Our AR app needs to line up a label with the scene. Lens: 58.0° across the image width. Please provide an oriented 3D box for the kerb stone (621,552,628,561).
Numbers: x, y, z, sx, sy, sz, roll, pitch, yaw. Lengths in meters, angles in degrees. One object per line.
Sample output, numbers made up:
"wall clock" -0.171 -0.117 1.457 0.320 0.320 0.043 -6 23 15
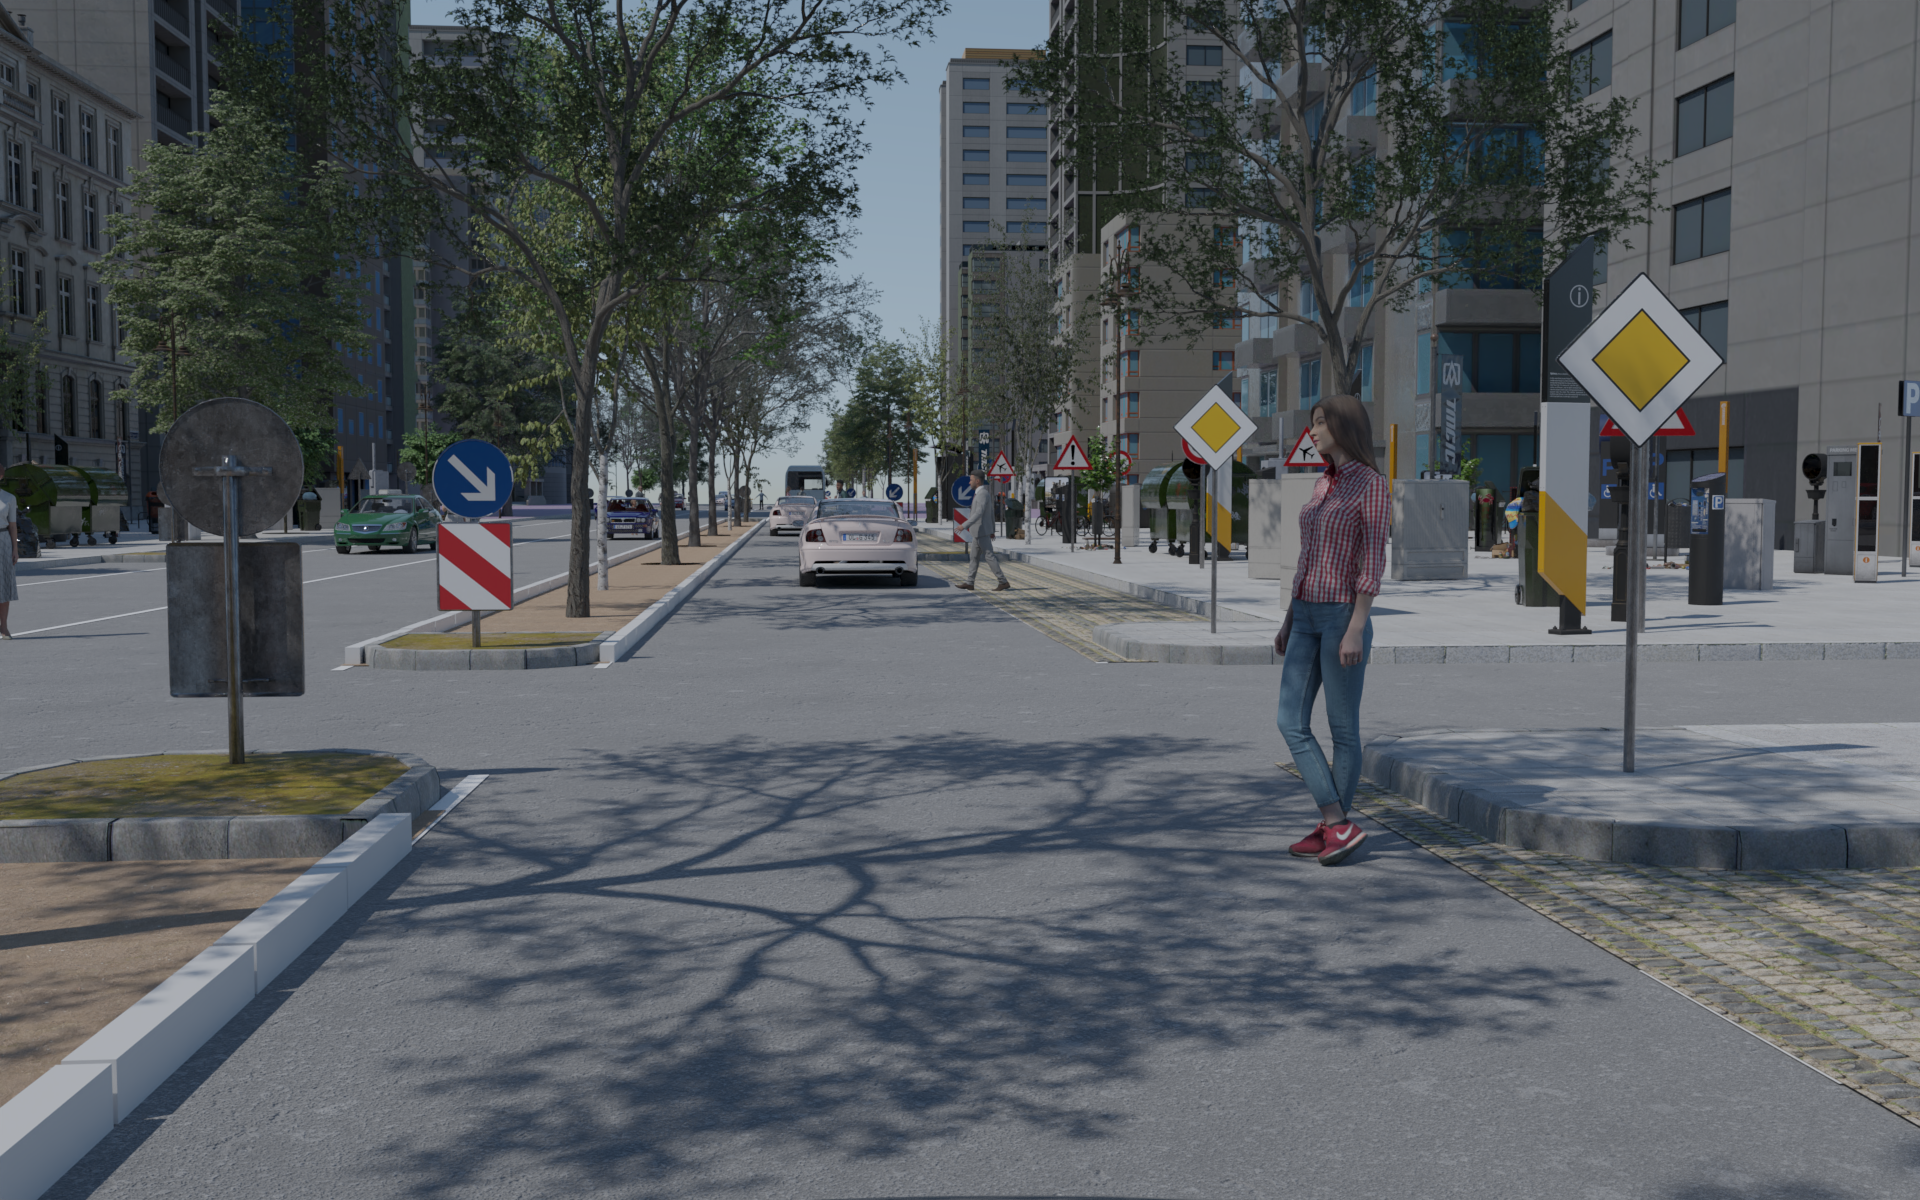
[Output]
"kerb stone" -7.158 -0.869 36.435 0.120 0.150 1.000 0 4 -5

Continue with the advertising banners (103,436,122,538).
"advertising banners" -25.091 -3.372 51.328 0.090 3.025 2.074 -1 4 -10

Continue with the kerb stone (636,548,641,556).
"kerb stone" -7.450 -1.058 39.495 0.120 0.150 1.000 0 4 -5

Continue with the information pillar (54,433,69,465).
"information pillar" -34.498 -4.599 66.547 0.504 3.616 0.183 -1 4 -18

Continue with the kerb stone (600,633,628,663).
"kerb stone" -3.044 0.428 15.202 0.120 0.150 1.000 0 4 -5

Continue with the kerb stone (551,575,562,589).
"kerb stone" -6.195 -0.247 26.237 0.120 0.150 1.000 0 4 -5

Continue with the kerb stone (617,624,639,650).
"kerb stone" -3.139 0.365 16.228 0.120 0.150 1.000 0 4 -5

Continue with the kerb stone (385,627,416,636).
"kerb stone" -5.221 0.384 16.002 0.120 0.150 1.000 0 4 -5

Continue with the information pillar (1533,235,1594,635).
"information pillar" 5.508 -1.491 15.726 0.504 3.616 0.183 -1 4 -18

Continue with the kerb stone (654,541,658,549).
"kerb stone" -7.933 -1.368 44.605 0.120 0.150 1.000 0 4 -5

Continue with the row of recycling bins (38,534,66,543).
"row of recycling bins" -24.718 -2.324 45.107 1.069 1.692 3.534 1 4 14

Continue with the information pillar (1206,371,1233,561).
"information pillar" 4.962 -2.550 33.042 0.504 3.616 0.183 -1 4 -12

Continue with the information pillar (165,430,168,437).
"information pillar" -24.469 -3.801 53.498 0.183 3.616 0.504 -2 4 -28

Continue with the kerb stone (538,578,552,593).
"kerb stone" -6.105 -0.185 25.219 0.120 0.150 1.000 0 4 -5

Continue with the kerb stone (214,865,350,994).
"kerb stone" -2.119 1.024 5.449 0.120 0.150 1.000 0 4 -5

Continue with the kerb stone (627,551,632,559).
"kerb stone" -7.259 -0.933 37.452 0.120 0.150 1.000 0 4 -5

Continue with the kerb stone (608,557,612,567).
"kerb stone" -6.871 -0.684 33.382 0.120 0.150 1.000 0 4 -5

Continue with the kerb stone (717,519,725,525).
"kerb stone" -11.793 -3.865 85.393 0.120 0.150 1.000 0 4 -5

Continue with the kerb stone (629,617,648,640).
"kerb stone" -3.234 0.304 17.249 0.120 0.150 1.000 0 4 -5

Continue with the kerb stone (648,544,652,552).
"kerb stone" -7.732 -1.242 42.564 0.120 0.150 1.000 0 4 -5

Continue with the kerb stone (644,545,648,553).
"kerb stone" -7.645 -1.178 41.533 0.120 0.150 1.000 0 4 -5

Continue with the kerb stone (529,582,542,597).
"kerb stone" -6.007 -0.120 24.191 0.120 0.150 1.000 0 4 -5

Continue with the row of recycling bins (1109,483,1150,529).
"row of recycling bins" 7.077 -3.562 65.346 3.534 1.692 1.069 -2 4 -34

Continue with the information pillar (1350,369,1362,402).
"information pillar" 7.350 -2.513 32.435 0.183 3.616 0.504 3 5 44

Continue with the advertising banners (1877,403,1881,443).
"advertising banners" 17.311 -2.238 32.783 0.090 3.025 2.074 2 4 32

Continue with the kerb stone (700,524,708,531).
"kerb stone" -10.345 -2.930 70.104 0.120 0.150 1.000 0 4 -5

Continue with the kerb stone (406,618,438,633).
"kerb stone" -5.325 0.316 17.024 0.120 0.150 1.000 0 4 -5

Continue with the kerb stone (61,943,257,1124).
"kerb stone" -2.021 1.087 4.426 0.120 0.150 1.000 0 4 -5

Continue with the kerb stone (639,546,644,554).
"kerb stone" -7.547 -1.120 40.515 0.120 0.150 1.000 0 4 -5

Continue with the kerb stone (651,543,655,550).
"kerb stone" -7.831 -1.306 43.581 0.120 0.150 1.000 0 4 -5

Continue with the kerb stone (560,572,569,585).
"kerb stone" -6.294 -0.308 27.254 0.120 0.150 1.000 0 4 -5

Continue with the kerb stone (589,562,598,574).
"kerb stone" -6.773 -0.622 32.363 0.120 0.150 1.000 0 4 -5

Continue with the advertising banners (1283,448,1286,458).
"advertising banners" 12.194 -4.263 65.886 0.090 3.025 2.074 1 4 22

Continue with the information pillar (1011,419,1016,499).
"information pillar" 1.640 -3.751 52.680 0.183 3.616 0.504 1 4 11

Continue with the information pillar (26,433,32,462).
"information pillar" -35.675 -4.591 66.419 0.183 3.616 0.504 -1 4 -19

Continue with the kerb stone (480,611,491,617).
"kerb stone" -5.617 0.128 20.098 0.120 0.150 1.000 0 4 -5

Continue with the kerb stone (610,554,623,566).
"kerb stone" -7.065 -0.809 35.417 0.120 0.150 1.000 0 4 -5

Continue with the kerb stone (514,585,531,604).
"kerb stone" -5.913 -0.059 23.164 0.120 0.150 1.000 0 4 -5

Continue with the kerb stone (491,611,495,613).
"kerb stone" -5.712 0.066 21.123 0.120 0.150 1.000 0 4 -5

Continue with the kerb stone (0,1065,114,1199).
"kerb stone" -1.924 1.150 3.404 0.120 0.150 1.000 0 4 -5

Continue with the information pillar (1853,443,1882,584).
"information pillar" 13.063 -1.251 24.942 0.304 2.012 0.304 2 4 24

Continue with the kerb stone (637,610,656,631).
"kerb stone" -3.331 0.240 18.270 0.120 0.150 1.000 0 4 -5

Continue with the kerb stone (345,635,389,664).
"kerb stone" -5.127 0.441 14.980 0.120 0.150 1.000 0 4 -5

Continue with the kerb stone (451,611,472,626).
"kerb stone" -5.515 0.191 19.073 0.120 0.150 1.000 0 4 -5

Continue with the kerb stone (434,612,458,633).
"kerb stone" -5.419 0.258 18.042 0.120 0.150 1.000 0 4 -5

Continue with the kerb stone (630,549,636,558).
"kerb stone" -7.352 -0.996 38.478 0.120 0.150 1.000 0 4 -5

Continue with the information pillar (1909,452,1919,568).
"information pillar" 16.830 -1.575 30.249 0.304 2.012 0.304 -2 4 -34

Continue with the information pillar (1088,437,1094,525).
"information pillar" 5.413 -4.912 71.669 0.183 3.616 0.504 2 4 31

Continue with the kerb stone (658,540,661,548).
"kerb stone" -8.040 -1.430 45.622 0.120 0.150 1.000 0 4 -5

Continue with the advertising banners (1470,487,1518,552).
"advertising banners" 12.309 -2.560 38.039 2.074 3.025 0.090 2 4 25

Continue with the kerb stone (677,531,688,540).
"kerb stone" -9.099 -2.120 56.855 0.120 0.150 1.000 0 4 -5

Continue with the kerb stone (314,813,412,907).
"kerb stone" -2.219 0.962 6.466 0.120 0.150 1.000 0 4 -5

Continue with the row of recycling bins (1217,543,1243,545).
"row of recycling bins" 8.092 -2.226 43.505 3.534 1.692 1.069 1 4 13

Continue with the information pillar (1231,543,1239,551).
"information pillar" 6.164 -2.131 39.328 0.304 2.012 0.304 2 4 25

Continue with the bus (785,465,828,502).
"bus" -10.412 -7.493 117.372 2.948 3.499 13.247 0 4 -4
